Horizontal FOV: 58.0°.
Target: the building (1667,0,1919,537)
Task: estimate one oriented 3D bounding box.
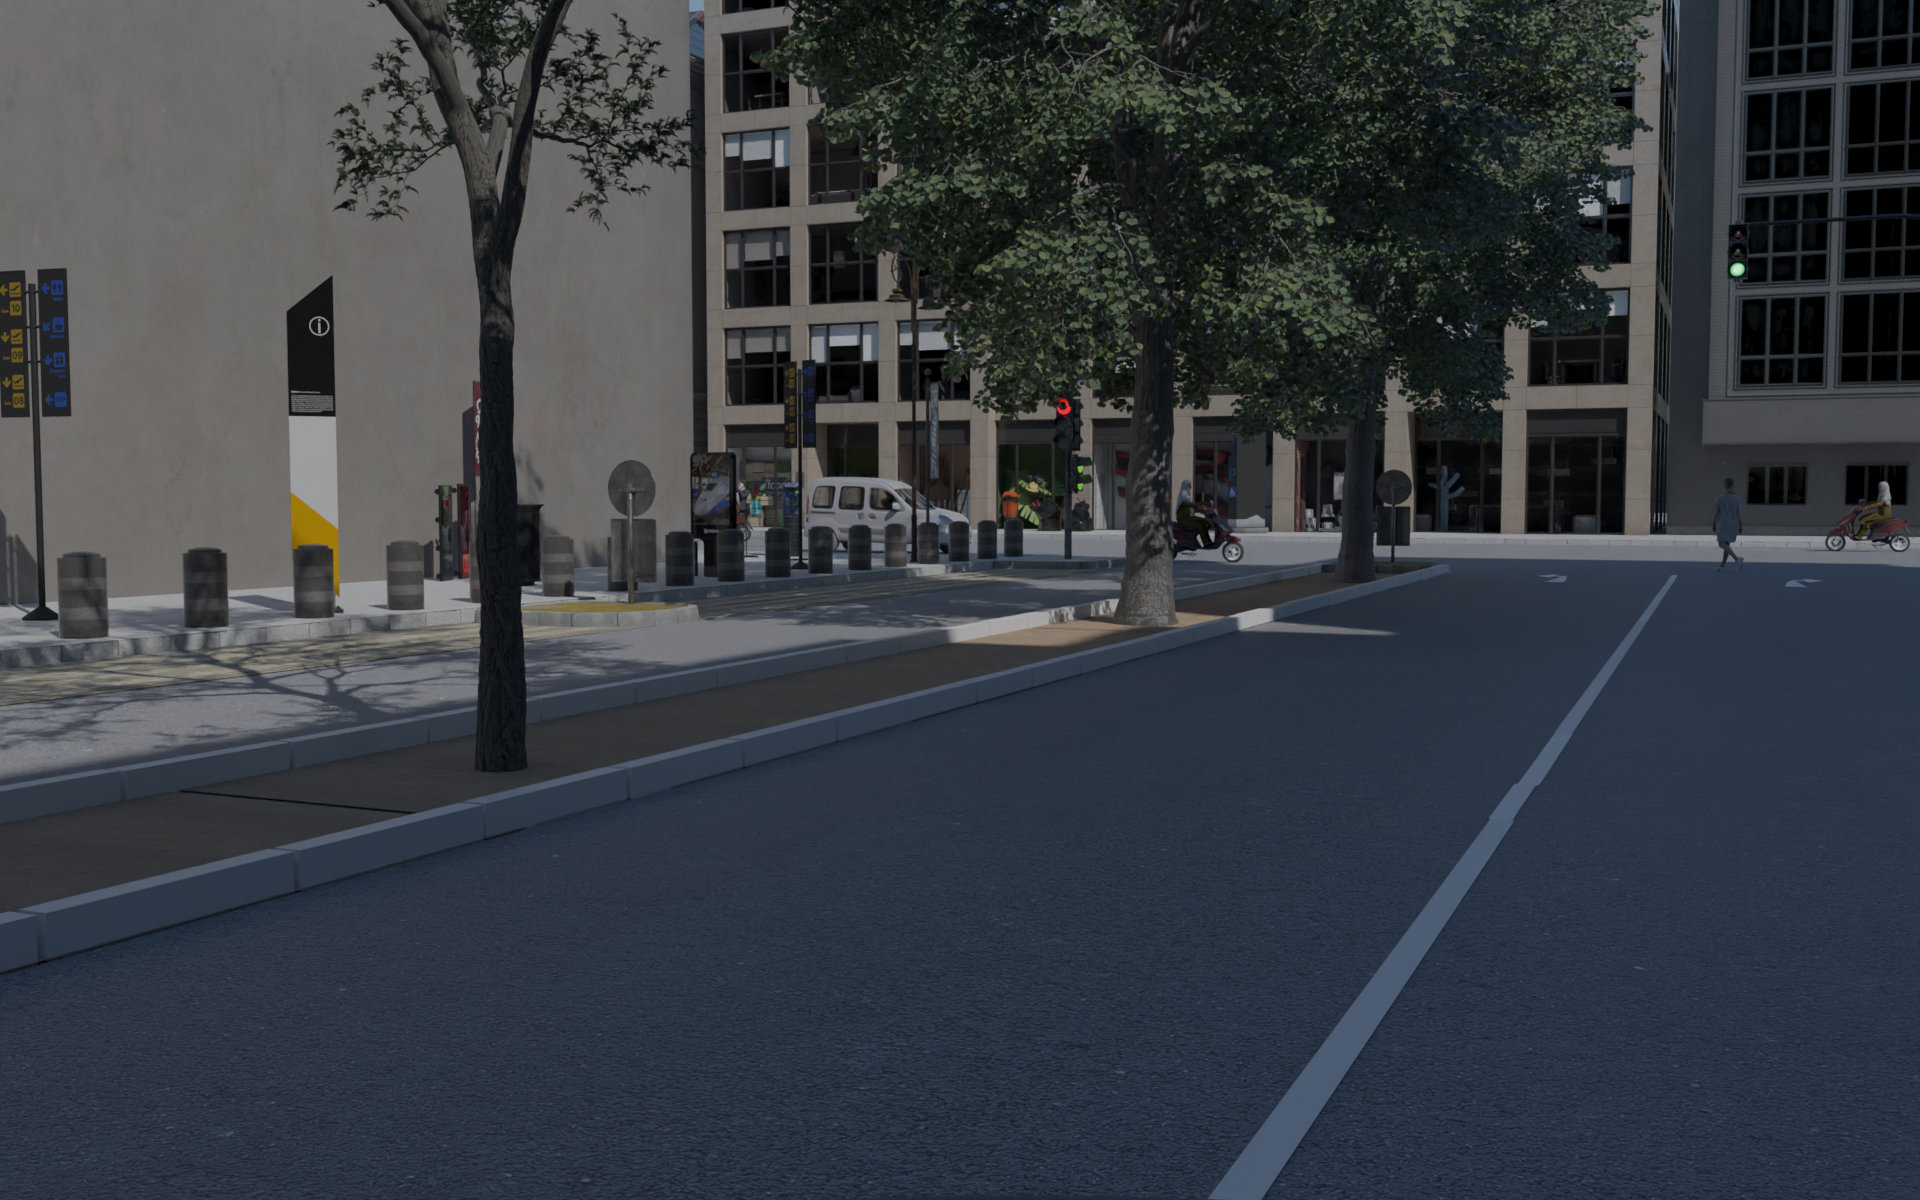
[{"bbox_3d":[37.958,-14.272,52.413,30.058,24.678,14.314,2,4,24],"label":"building"}]

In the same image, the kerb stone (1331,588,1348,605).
[{"bbox_3d":[4.883,-0.026,22.664,0.120,0.150,1.000,2,4,24],"label":"kerb stone"}]

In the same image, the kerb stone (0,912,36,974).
[{"bbox_3d":[-3.070,1.061,4.845,0.120,0.150,1.000,2,4,24],"label":"kerb stone"}]

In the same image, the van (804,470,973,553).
[{"bbox_3d":[-1.721,-2.149,42.152,4.112,2.044,2.013,2,4,24],"label":"van"}]

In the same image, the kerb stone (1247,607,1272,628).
[{"bbox_3d":[3.202,0.200,18.926,0.120,0.150,1.000,2,4,24],"label":"kerb stone"}]

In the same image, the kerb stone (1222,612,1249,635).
[{"bbox_3d":[2.790,0.261,17.988,0.120,0.150,1.000,2,4,24],"label":"kerb stone"}]

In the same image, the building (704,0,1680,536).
[{"bbox_3d":[9.663,-16.139,68.381,34.151,26.468,19.350,2,4,24],"label":"building"}]

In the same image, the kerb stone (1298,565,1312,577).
[{"bbox_3d":[5.895,-0.483,30.098,0.120,0.150,1.000,2,4,24],"label":"kerb stone"}]

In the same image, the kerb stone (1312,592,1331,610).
[{"bbox_3d":[4.456,0.029,21.732,0.120,0.150,1.000,2,4,24],"label":"kerb stone"}]

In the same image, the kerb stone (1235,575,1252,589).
[{"bbox_3d":[4.220,-0.253,26.354,0.120,0.150,1.000,2,4,24],"label":"kerb stone"}]

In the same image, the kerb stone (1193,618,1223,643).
[{"bbox_3d":[2.374,0.315,17.052,0.120,0.150,1.000,2,4,24],"label":"kerb stone"}]

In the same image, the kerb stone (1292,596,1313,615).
[{"bbox_3d":[4.041,0.086,20.795,0.120,0.150,1.000,2,4,24],"label":"kerb stone"}]

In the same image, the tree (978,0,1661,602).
[{"bbox_3d":[6.400,-7.249,27.628,9.857,13.997,8.962,0,3,0],"label":"tree"}]

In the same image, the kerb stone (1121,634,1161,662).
[{"bbox_3d":[1.532,0.434,15.175,0.120,0.150,1.000,2,4,24],"label":"kerb stone"}]

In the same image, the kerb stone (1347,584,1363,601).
[{"bbox_3d":[5.298,-0.086,23.600,0.120,0.150,1.000,2,4,24],"label":"kerb stone"}]

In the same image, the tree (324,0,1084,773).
[{"bbox_3d":[-2.221,-4.411,8.987,8.767,10.594,7.601,2,4,24],"label":"tree"}]

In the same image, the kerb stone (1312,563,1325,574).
[{"bbox_3d":[6.320,-0.538,31.031,0.120,0.150,1.000,2,4,24],"label":"kerb stone"}]

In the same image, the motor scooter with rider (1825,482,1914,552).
[{"bbox_3d":[22.602,-2.081,42.996,1.986,1.779,0.876,1,4,23],"label":"motor scooter with rider"}]

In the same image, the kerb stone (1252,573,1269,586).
[{"bbox_3d":[4.640,-0.311,27.288,0.120,0.150,1.000,2,4,24],"label":"kerb stone"}]

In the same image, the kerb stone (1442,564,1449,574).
[{"bbox_3d":[8.643,-0.545,31.112,0.120,0.150,1.000,2,4,24],"label":"kerb stone"}]

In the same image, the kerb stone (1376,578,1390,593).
[{"bbox_3d":[6.133,-0.198,25.471,0.120,0.150,1.000,2,4,24],"label":"kerb stone"}]

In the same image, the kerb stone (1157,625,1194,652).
[{"bbox_3d":[1.957,0.372,16.116,0.120,0.150,1.000,2,4,24],"label":"kerb stone"}]

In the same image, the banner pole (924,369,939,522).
[{"bbox_3d":[-0.565,-2.722,34.523,0.401,3.779,0.863,-1,4,-21],"label":"banner pole"}]

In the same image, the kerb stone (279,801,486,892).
[{"bbox_3d":[-2.227,0.947,6.718,0.120,0.150,1.000,2,4,24],"label":"kerb stone"}]

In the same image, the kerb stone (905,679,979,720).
[{"bbox_3d":[-0.146,0.662,11.415,0.120,0.150,1.000,2,4,24],"label":"kerb stone"}]

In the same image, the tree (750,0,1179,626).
[{"bbox_3d":[2.063,-6.701,18.677,9.857,13.997,8.962,0,3,0],"label":"tree"}]

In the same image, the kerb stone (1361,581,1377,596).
[{"bbox_3d":[5.715,-0.143,24.536,0.120,0.150,1.000,2,4,24],"label":"kerb stone"}]

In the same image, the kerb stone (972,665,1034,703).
[{"bbox_3d":[0.273,0.604,12.350,0.120,0.150,1.000,2,4,24],"label":"kerb stone"}]

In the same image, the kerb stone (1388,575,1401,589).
[{"bbox_3d":[6.543,-0.258,26.410,0.120,0.150,1.000,2,4,24],"label":"kerb stone"}]

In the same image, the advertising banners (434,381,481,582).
[{"bbox_3d":[-7.533,-1.838,26.242,0.090,3.025,2.074,0,4,5],"label":"advertising banners"}]

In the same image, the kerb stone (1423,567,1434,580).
[{"bbox_3d":[7.813,-0.430,29.229,0.120,0.150,1.000,2,4,24],"label":"kerb stone"}]

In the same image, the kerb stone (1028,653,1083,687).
[{"bbox_3d":[0.694,0.544,13.293,0.120,0.150,1.000,2,4,24],"label":"kerb stone"}]

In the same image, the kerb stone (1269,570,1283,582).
[{"bbox_3d":[5.052,-0.366,28.226,0.120,0.150,1.000,2,4,24],"label":"kerb stone"}]

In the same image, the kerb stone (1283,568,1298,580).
[{"bbox_3d":[5.474,-0.426,29.160,0.120,0.150,1.000,2,4,24],"label":"kerb stone"}]

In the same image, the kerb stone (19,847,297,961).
[{"bbox_3d":[-2.648,1.004,5.784,0.120,0.150,1.000,2,4,24],"label":"kerb stone"}]

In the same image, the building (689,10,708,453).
[{"bbox_3d":[-18.210,-14.633,75.400,21.152,22.565,11.583,2,4,24],"label":"building"}]

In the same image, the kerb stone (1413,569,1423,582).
[{"bbox_3d":[7.386,-0.373,28.297,0.120,0.150,1.000,2,4,24],"label":"kerb stone"}]

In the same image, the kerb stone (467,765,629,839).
[{"bbox_3d":[-1.816,0.889,7.663,0.120,0.150,1.000,2,4,24],"label":"kerb stone"}]

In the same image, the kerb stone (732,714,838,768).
[{"bbox_3d":[-0.973,0.774,9.539,0.120,0.150,1.000,2,4,24],"label":"kerb stone"}]

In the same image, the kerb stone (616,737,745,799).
[{"bbox_3d":[-1.394,0.832,8.598,0.120,0.150,1.000,2,4,24],"label":"kerb stone"}]

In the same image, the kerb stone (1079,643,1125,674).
[{"bbox_3d":[1.119,0.487,14.230,0.120,0.150,1.000,2,4,24],"label":"kerb stone"}]

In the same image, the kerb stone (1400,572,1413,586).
[{"bbox_3d":[6.963,-0.314,27.346,0.120,0.150,1.000,2,4,24],"label":"kerb stone"}]

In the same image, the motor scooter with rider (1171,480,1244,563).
[{"bbox_3d":[4.991,-1.679,36.415,1.986,1.779,0.876,1,4,22],"label":"motor scooter with rider"}]

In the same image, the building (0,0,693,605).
[{"bbox_3d":[-24.543,-13.831,30.660,34.151,26.468,19.350,2,4,24],"label":"building"}]

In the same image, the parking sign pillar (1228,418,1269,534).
[{"bbox_3d":[9.422,-4.184,56.879,1.447,3.967,1.447,-2,4,-35],"label":"parking sign pillar"}]

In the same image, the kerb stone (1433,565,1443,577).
[{"bbox_3d":[8.233,-0.488,30.173,0.120,0.150,1.000,2,4,24],"label":"kerb stone"}]

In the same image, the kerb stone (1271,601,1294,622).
[{"bbox_3d":[3.624,0.151,19.860,0.120,0.150,1.000,2,4,24],"label":"kerb stone"}]

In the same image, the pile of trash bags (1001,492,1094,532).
[{"bbox_3d":[3.038,-3.093,60.323,3.447,1.369,1.912,2,4,23],"label":"pile of trash bags"}]

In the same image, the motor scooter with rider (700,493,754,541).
[{"bbox_3d":[-7.132,-2.676,52.722,1.986,1.779,0.876,2,4,24],"label":"motor scooter with rider"}]

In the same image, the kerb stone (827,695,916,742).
[{"bbox_3d":[-0.554,0.717,10.475,0.120,0.150,1.000,2,4,24],"label":"kerb stone"}]
